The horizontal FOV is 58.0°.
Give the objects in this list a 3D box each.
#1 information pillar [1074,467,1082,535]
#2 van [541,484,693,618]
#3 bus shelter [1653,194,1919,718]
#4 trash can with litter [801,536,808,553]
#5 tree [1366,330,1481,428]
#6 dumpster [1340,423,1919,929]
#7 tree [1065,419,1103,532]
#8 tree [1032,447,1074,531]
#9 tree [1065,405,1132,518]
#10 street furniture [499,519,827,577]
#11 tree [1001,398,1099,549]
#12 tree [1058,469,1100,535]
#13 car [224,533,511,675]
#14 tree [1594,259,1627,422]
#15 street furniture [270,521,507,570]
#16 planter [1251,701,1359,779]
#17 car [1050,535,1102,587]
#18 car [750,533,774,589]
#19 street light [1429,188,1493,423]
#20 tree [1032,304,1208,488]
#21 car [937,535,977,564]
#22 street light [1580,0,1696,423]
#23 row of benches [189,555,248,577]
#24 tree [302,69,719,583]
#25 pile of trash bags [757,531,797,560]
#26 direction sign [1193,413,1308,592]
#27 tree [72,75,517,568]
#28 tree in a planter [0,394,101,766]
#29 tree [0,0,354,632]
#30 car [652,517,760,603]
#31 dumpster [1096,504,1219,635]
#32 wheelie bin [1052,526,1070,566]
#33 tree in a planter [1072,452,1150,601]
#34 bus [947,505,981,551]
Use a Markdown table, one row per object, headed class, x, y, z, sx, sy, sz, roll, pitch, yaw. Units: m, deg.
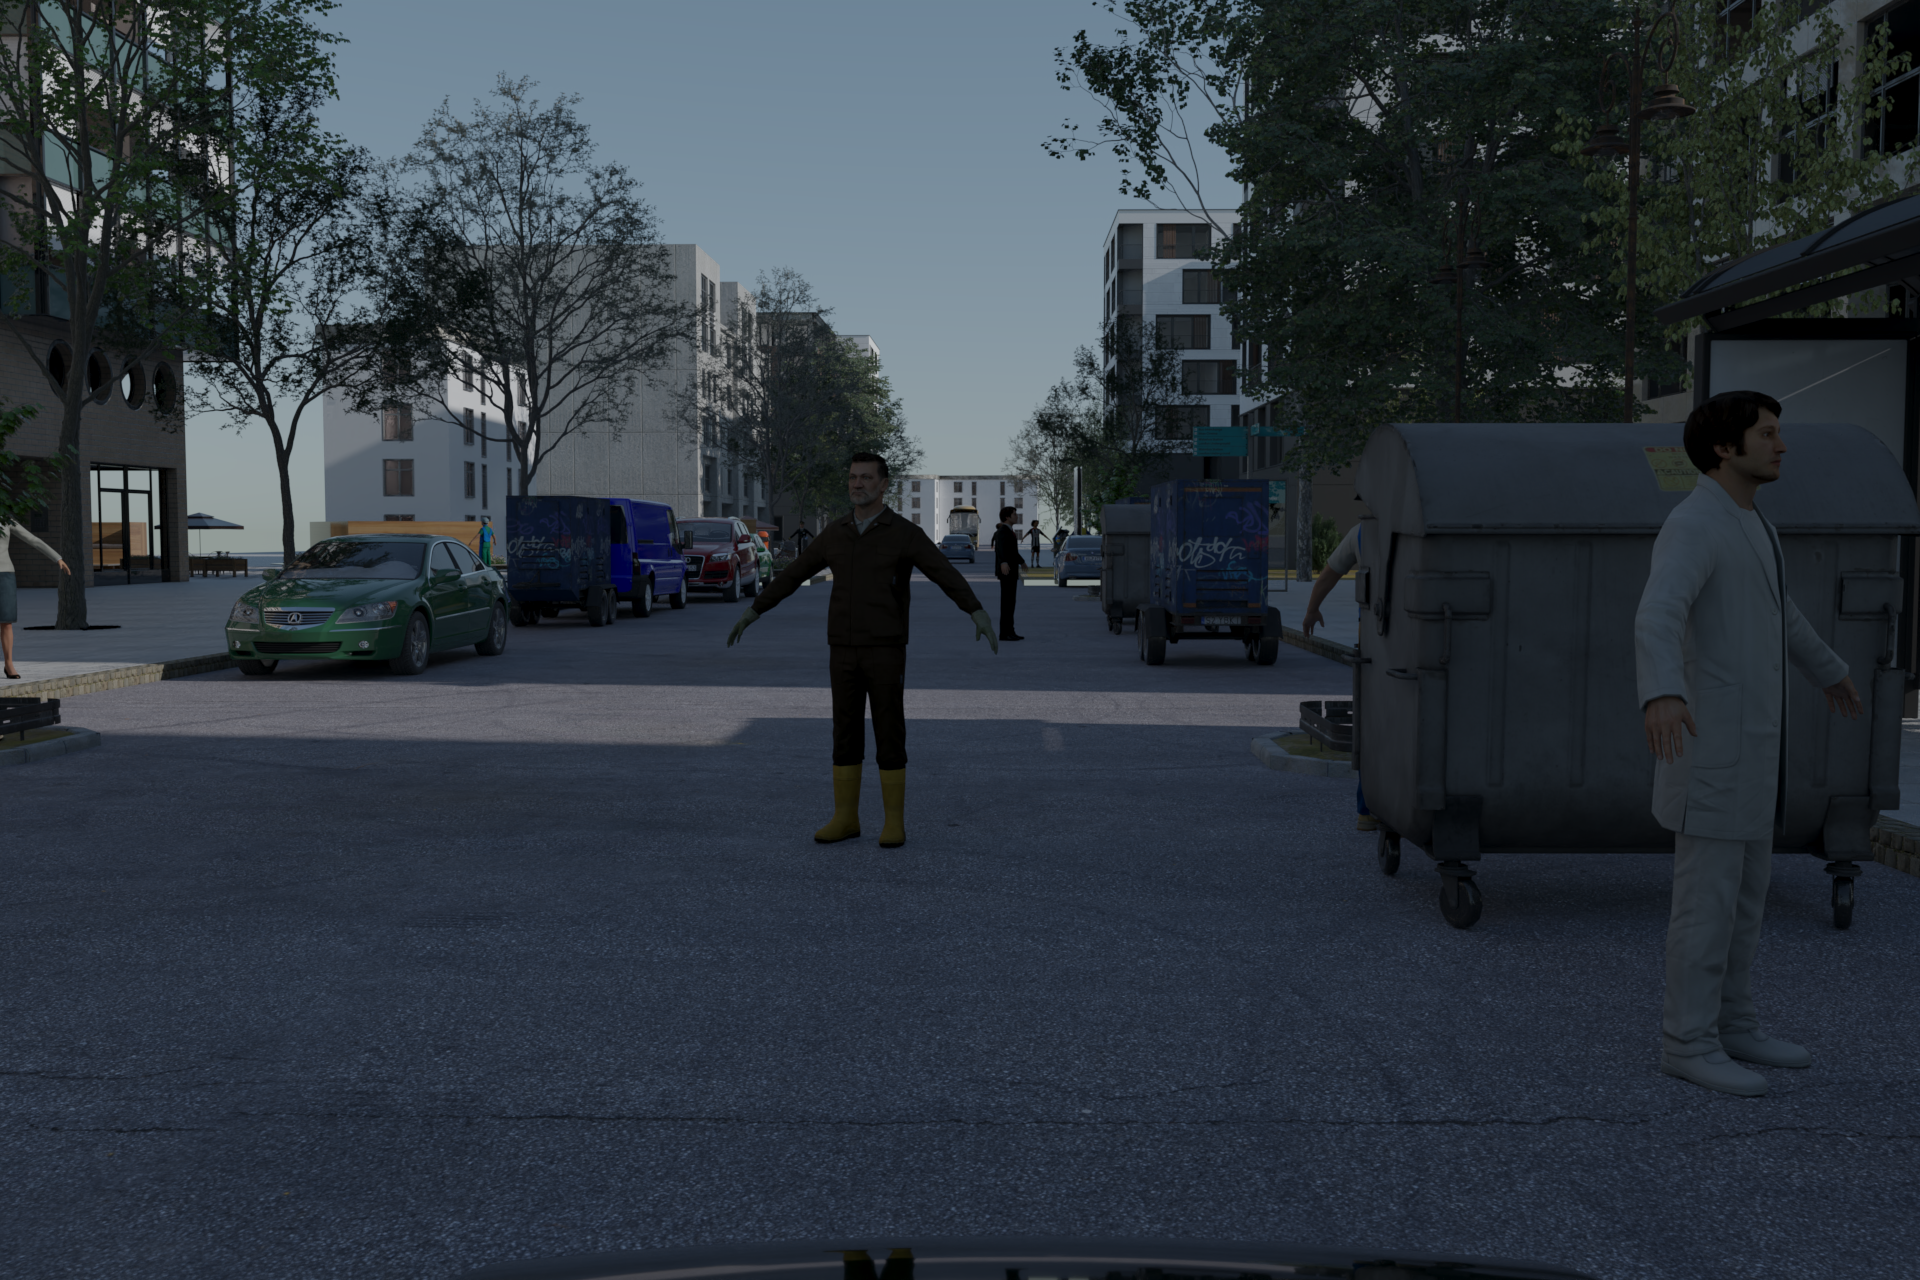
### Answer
| class | x | y | z | sx | sy | sz | roll | pitch | yaw |
| --- | --- | --- | --- | --- | --- | --- | --- | --- | --- |
| information pillar | 4.151 | -4.264 | 61.035 | 0.184 | 3.620 | 1.656 | 0 | 3 | 0 |
| van | -6.231 | -1.651 | 31.374 | 2.240 | 2.365 | 5.245 | 0 | 4 | 2 |
| bus shelter | 5.837 | -0.956 | 9.551 | 2.014 | 3.302 | 5.546 | 0 | 4 | 2 |
| trash can with litter | -5.926 | -3.465 | 67.708 | 1.678 | 1.210 | 2.233 | 0 | 4 | 1 |
| tree | 15.801 | -6.598 | 58.243 | 4.737 | 8.622 | 4.395 | 0 | 3 | 0 |
| dumpster | 2.515 | 0.090 | 6.751 | 1.865 | 1.857 | 1.264 | 0 | 4 | 0 |
| tree | 7.629 | -9.452 | 104.908 | 4.360 | 8.622 | 3.978 | 0 | 3 | 0 |
| tree | 7.898 | -11.572 | 139.558 | 4.360 | 8.622 | 3.978 | 0 | 3 | 0 |
| tree | 7.732 | -9.115 | 99.389 | 4.360 | 8.622 | 3.978 | 0 | 3 | 0 |
| street furniture | -7.851 | -2.786 | 52.404 | 9.812 | 1.723 | 11.010 | 3 | 5 | 43 |
| tree | 8.625 | -14.883 | 153.698 | 12.009 | 13.543 | 11.850 | 0 | 3 | 0 |
| tree | 17.965 | -20.700 | 245.102 | 9.857 | 13.997 | 8.962 | 0 | 3 | 0 |
| car | -6.371 | -0.447 | 19.111 | 2.131 | 1.459 | 4.920 | 0 | 4 | 1 |
| tree | 23.734 | -7.856 | 54.209 | 9.928 | 11.665 | 9.643 | 0 | 3 | 0 |
| street furniture | -20.704 | -3.285 | 60.570 | 9.812 | 1.723 | 11.010 | -3 | 4 | -36 |
| planter | 2.898 | 0.619 | 11.011 | 1.991 | 0.319 | 1.994 | 0 | 4 | 2 |
| car | 3.534 | -2.201 | 47.997 | 2.014 | 1.417 | 4.499 | 0 | 4 | 1 |
| car | -5.848 | -2.158 | 44.083 | 1.959 | 1.807 | 4.718 | 0 | 4 | 1 |
| street light | 6.792 | -3.110 | 23.639 | 0.468 | 5.910 | 1.993 | 0 | 4 | 1 |
| tree | 6.610 | -8.379 | 71.405 | 8.767 | 10.594 | 7.601 | 2 | 4 | 27 |
| car | -0.152 | -4.494 | 85.479 | 2.014 | 1.417 | 4.499 | 0 | 4 | 1 |
| street light | 5.941 | -2.604 | 15.360 | 0.468 | 5.910 | 1.993 | 0 | 4 | 1 |
| row of benches | -23.413 | -2.238 | 52.062 | 4.104 | 0.672 | 1.422 | 1 | 4 | 13 |
| tree | -11.500 | -8.271 | 45.608 | 12.009 | 13.543 | 11.850 | 0 | 3 | 0 |
| pile of trash bags | -6.673 | -3.098 | 60.406 | 1.912 | 1.369 | 3.447 | 0 | 4 | 1 |
| direction sign | 6.407 | -2.999 | 37.804 | 2.525 | 3.948 | 1.411 | 0 | 4 | 1 |
| tree | -12.699 | -6.018 | 32.810 | 8.767 | 10.594 | 7.601 | -1 | 4 | -15 |
| tree in a planter | -6.823 | -0.853 | 11.172 | 1.991 | 3.239 | 1.994 | 0 | 4 | 1 |
| tree | -11.783 | -5.944 | 22.936 | 9.928 | 11.665 | 9.643 | 0 | 3 | 0 |
| car | -5.626 | -1.788 | 37.915 | 2.281 | 1.827 | 5.304 | 0 | 4 | 1 |
| dumpster | 2.934 | -1.029 | 25.035 | 1.865 | 1.857 | 1.264 | 0 | 4 | 0 |
| wheelie bin | 3.936 | -3.643 | 67.473 | 0.693 | 1.594 | 0.980 | 0 | 4 | 0 |
| tree in a planter | 3.464 | -2.472 | 37.643 | 1.991 | 3.239 | 1.994 | 0 | 4 | 0 |
| bus | 0.412 | -9.854 | 152.659 | 2.896 | 3.916 | 12.252 | 0 | 4 | 1 |
